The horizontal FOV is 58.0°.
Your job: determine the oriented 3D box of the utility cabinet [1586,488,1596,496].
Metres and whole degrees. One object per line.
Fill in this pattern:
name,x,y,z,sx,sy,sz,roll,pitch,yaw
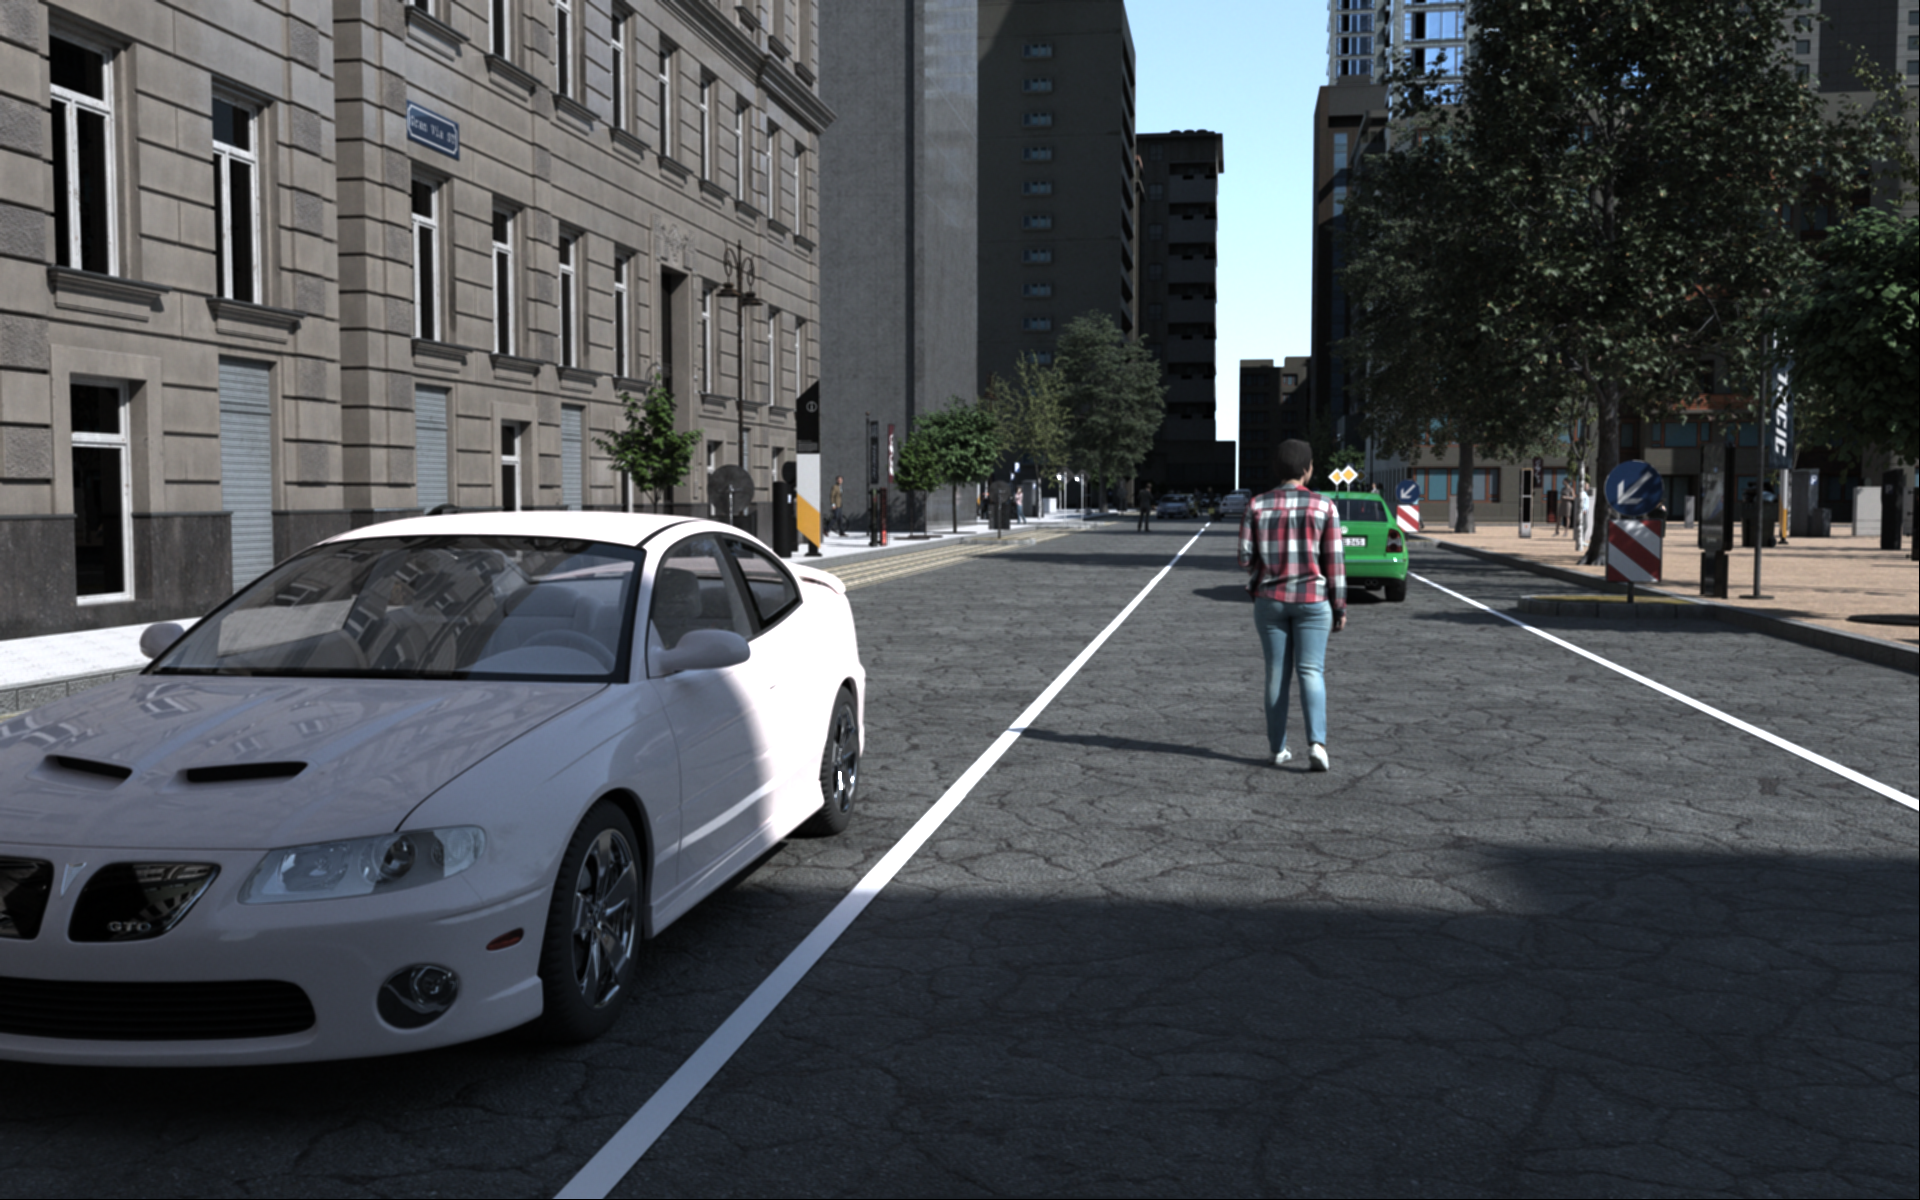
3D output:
utility cabinet,22.598,-3.272,62.182,0.318,1.500,1.173,0,4,-1

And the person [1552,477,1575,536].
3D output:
person,18.274,-2.816,52.423,0.374,1.781,0.599,-2,4,-32

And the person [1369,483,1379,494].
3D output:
person,18.677,-4.404,78.314,0.520,1.790,0.573,2,4,26

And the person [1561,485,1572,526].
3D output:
person,25.000,-3.826,71.314,0.793,1.790,0.793,-2,4,-33

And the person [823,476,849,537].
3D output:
person,-3.743,-2.832,52.265,0.836,1.842,0.656,-1,4,-14

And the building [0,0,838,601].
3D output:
building,-11.092,-14.479,33.998,12.463,27.353,25.104,1,4,9

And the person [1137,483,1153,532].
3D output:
person,7.092,-3.547,66.295,0.655,1.846,0.447,2,4,34

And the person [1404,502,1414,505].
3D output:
person,16.214,-3.431,62.477,0.444,1.785,0.601,1,4,12

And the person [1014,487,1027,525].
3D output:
person,2.594,-3.968,73.966,0.643,1.750,0.593,0,4,-1

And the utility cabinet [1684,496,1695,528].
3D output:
utility cabinet,27.574,-3.321,65.454,0.306,1.237,1.020,1,4,20

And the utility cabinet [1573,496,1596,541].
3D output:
utility cabinet,17.273,-2.247,47.901,0.306,1.237,1.020,3,4,38

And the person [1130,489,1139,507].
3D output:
person,17.330,-9.972,169.217,1.348,1.807,0.705,1,4,11

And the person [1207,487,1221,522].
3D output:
person,13.099,-4.929,89.311,0.699,1.804,1.509,2,4,35

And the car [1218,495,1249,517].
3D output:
car,17.010,-5.802,107.226,2.083,1.381,4.827,0,4,8

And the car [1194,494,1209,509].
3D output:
car,22.727,-9.391,163.321,2.009,1.686,4.222,0,4,7

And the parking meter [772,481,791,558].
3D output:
parking meter,-3.584,-1.618,34.859,0.372,1.533,0.369,0,3,0

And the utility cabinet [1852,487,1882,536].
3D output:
utility cabinet,27.707,-2.678,52.464,1.173,1.500,0.318,0,4,6

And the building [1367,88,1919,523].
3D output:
building,36.604,-14.899,88.630,28.899,21.520,27.650,1,4,9

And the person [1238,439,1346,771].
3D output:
person,1.745,0.013,9.123,0.563,1.720,0.643,1,4,18

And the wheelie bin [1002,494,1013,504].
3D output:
wheelie bin,2.963,-6.217,109.559,0.693,1.594,0.980,1,4,20

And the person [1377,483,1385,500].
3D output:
person,19.306,-4.486,79.643,0.600,1.795,0.529,-2,4,-31

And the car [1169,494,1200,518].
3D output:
car,13.603,-5.824,105.451,2.015,1.641,3.980,1,4,10

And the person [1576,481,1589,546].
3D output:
person,15.401,-2.138,42.803,0.330,1.601,0.589,2,4,35

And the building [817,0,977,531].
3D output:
building,-10.058,-15.173,66.093,19.932,24.808,12.078,1,4,9

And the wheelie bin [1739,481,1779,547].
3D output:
wheelie bin,19.410,-2.090,42.073,0.693,1.594,0.980,-2,4,-25

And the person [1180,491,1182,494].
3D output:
person,25.132,-11.548,197.842,0.750,1.759,0.617,-1,4,-22

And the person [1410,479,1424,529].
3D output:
person,16.633,-3.519,63.445,0.638,1.841,0.748,-3,4,-37

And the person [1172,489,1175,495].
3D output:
person,17.725,-8.317,144.253,0.755,1.850,0.659,2,4,30

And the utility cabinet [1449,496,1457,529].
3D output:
utility cabinet,18.460,-3.276,64.719,0.306,1.237,1.020,1,4,22

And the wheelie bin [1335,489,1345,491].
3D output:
wheelie bin,24.193,-6.246,110.028,0.980,1.594,0.693,-1,4,-10

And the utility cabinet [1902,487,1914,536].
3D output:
utility cabinet,29.109,-2.671,52.358,0.318,1.500,1.173,-1,4,-18

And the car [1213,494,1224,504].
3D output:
car,32.903,-12.903,222.765,2.131,1.459,4.920,1,4,11

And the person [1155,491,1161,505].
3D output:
person,24.203,-12.519,211.265,0.750,1.759,0.617,-2,4,-24

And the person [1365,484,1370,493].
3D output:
person,21.806,-5.281,92.297,0.836,1.842,0.656,0,4,8

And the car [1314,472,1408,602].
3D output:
car,5.246,-0.962,24.533,1.959,1.807,4.718,0,4,8

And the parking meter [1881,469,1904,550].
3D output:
parking meter,21.487,-2.094,39.948,0.255,1.863,0.399,-2,4,-24

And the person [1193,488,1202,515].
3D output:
person,16.000,-6.613,116.426,0.655,1.846,0.447,1,4,19

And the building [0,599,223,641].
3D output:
building,-14.887,-12.964,9.228,12.463,27.353,25.104,1,4,9

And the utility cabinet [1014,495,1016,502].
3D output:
utility cabinet,4.015,-6.137,111.495,1.020,1.237,0.306,1,4,15

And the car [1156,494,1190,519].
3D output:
car,12.466,-5.451,101.123,2.014,1.417,4.499,1,4,10

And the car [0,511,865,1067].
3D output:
car,-1.600,0.380,6.147,2.083,1.381,4.827,1,4,9
